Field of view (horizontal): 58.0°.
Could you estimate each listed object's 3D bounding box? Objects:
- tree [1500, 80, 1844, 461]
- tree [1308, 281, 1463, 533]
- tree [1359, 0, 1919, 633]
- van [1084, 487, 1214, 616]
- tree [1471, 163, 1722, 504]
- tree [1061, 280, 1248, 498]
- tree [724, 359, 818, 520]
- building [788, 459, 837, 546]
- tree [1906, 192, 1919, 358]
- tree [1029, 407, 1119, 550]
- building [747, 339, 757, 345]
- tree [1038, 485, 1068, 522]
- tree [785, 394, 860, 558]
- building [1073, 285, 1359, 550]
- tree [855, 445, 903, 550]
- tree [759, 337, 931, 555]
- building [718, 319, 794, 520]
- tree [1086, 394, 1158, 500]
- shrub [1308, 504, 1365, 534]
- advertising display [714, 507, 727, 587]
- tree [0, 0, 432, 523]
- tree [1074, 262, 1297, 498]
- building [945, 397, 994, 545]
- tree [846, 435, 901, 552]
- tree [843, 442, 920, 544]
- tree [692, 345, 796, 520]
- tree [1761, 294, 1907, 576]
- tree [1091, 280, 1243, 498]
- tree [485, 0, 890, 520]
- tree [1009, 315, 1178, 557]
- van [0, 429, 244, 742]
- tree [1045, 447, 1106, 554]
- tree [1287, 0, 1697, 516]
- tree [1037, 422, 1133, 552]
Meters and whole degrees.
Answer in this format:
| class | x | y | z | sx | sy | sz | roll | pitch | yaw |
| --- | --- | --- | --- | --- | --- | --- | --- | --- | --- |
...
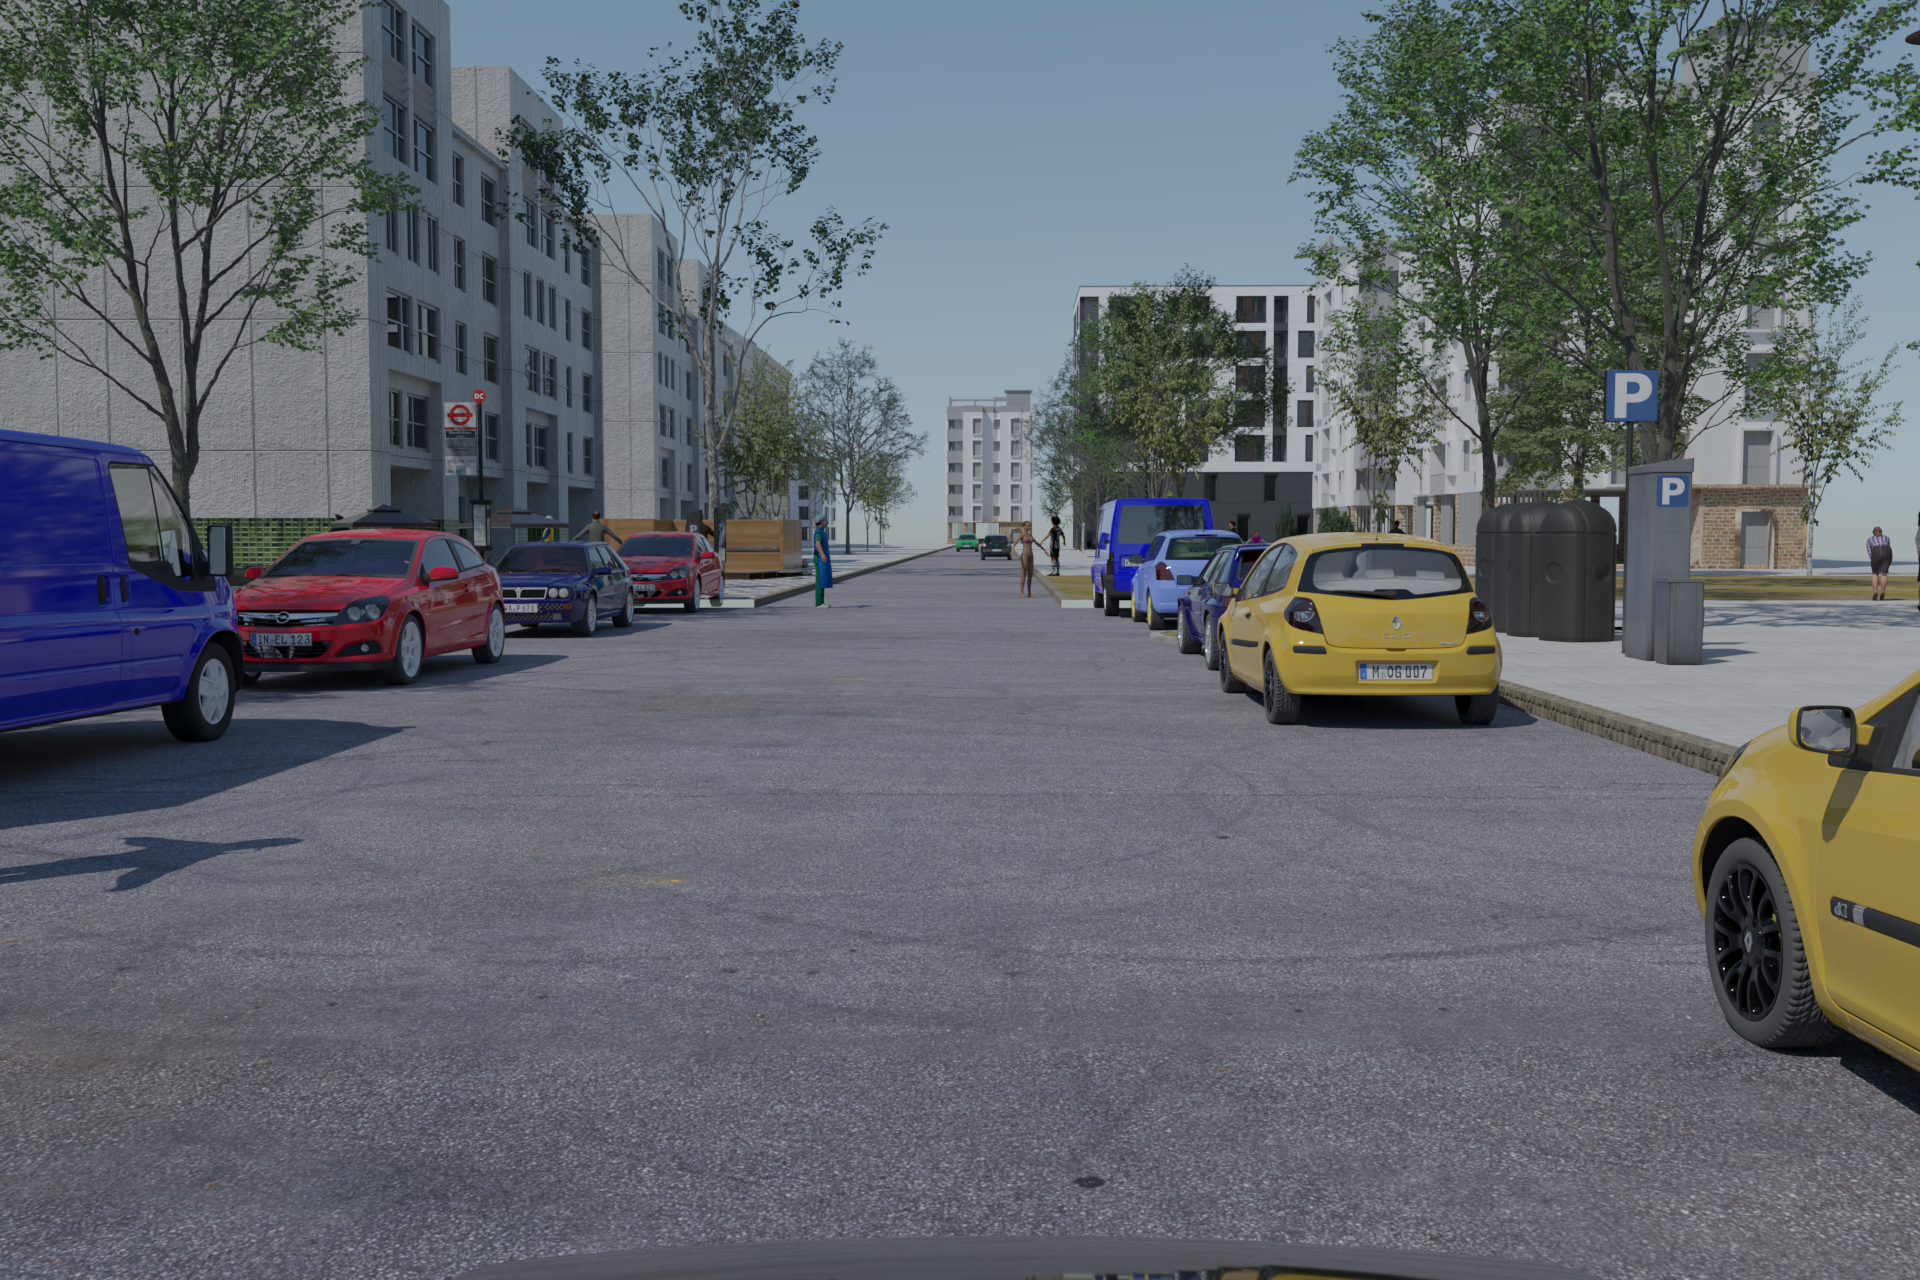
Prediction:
| class | x | y | z | sx | sy | sz | roll | pitch | yaw |
| --- | --- | --- | --- | --- | --- | --- | --- | --- | --- |
| tree | 16.673 | -7.061 | 41.200 | 9.928 | 11.665 | 9.643 | 0 | 3 | 0 |
| tree | 12.265 | -6.107 | 50.211 | 4.737 | 8.622 | 4.395 | 0 | 3 | 0 |
| tree | 9.167 | -5.928 | 22.681 | 9.928 | 11.665 | 9.643 | 0 | 3 | 0 |
| van | 3.479 | -1.675 | 31.778 | 2.240 | 2.365 | 5.245 | 0 | 4 | 0 |
| tree | 18.990 | -8.188 | 52.005 | 7.486 | 12.596 | 7.792 | 0 | 3 | 0 |
| tree | 7.931 | -8.822 | 69.997 | 9.928 | 11.665 | 9.643 | 0 | 3 | 0 |
| tree | -7.857 | -7.504 | 73.060 | 4.737 | 8.622 | 4.395 | 0 | 3 | 0 |
| building | -18.812 | -15.902 | 202.146 | 9.099 | 9.664 | 28.070 | 0 | 4 | 2 |
| tree | 29.138 | -8.393 | 43.882 | 9.857 | 13.997 | 8.962 | 0 | 3 | 0 |
| tree | 9.374 | -13.006 | 138.404 | 9.928 | 11.665 | 9.643 | 0 | 3 | 0 |
| building | -25.282 | -19.121 | 169.050 | 16.016 | 20.090 | 11.380 | 0 | 4 | 1 |
| tree | 12.498 | -17.036 | 228.905 | 4.737 | 8.622 | 4.395 | 0 | 3 | 0 |
| tree | -7.964 | -8.640 | 91.634 | 4.360 | 8.622 | 3.978 | 0 | 3 | 0 |
| building | 24.216 | -19.244 | 158.611 | 27.936 | 21.610 | 32.646 | 0 | 4 | 2 |
| tree | -6.044 | -11.625 | 140.429 | 4.360 | 8.622 | 3.978 | 0 | 3 | 0 |
| tree | -6.890 | -12.010 | 106.727 | 12.009 | 13.543 | 11.850 | 0 | 3 | 0 |
| building | -25.690 | -19.896 | 156.234 | 19.493 | 23.208 | 18.063 | 0 | 4 | 1 |
| tree | 7.622 | -7.948 | 80.314 | 4.360 | 8.622 | 3.978 | 0 | 3 | 0 |
| shrub | 9.531 | -2.459 | 44.244 | 1.661 | 2.075 | 1.752 | 0 | 3 | 0 |
| advertising display | -5.746 | -2.220 | 41.507 | 0.123 | 1.923 | 0.974 | 0 | 4 | 3 |
| tree | -11.675 | -6.117 | 25.765 | 9.928 | 11.665 | 9.643 | 0 | 3 | 0 |
| tree | 7.692 | -7.599 | 58.654 | 8.767 | 10.594 | 7.601 | 2 | 4 | 35 |
| building | -1.594 | -22.749 | 230.825 | 11.380 | 20.090 | 16.016 | 0 | 4 | 1 |
| tree | -6.614 | -10.724 | 125.701 | 4.737 | 8.622 | 4.395 | 0 | 3 | 0 |
| tree | -10.542 | -19.339 | 226.565 | 12.009 | 13.543 | 11.850 | 0 | 3 | 0 |
| tree | -8.250 | -7.159 | 67.410 | 4.737 | 8.622 | 4.395 | 0 | 3 | 0 |
| tree | 26.184 | -6.256 | 52.646 | 4.737 | 8.622 | 4.395 | 0 | 3 | 0 |
| tree | 6.082 | -6.161 | 51.090 | 4.737 | 8.622 | 4.395 | 0 | 3 | 0 |
| tree | -8.687 | -12.193 | 55.240 | 12.611 | 20.169 | 13.585 | 0 | 3 | 0 |
| tree | 7.776 | -11.319 | 95.438 | 12.009 | 13.543 | 11.850 | 0 | 3 | 0 |
| van | -6.121 | -0.359 | 10.251 | 2.240 | 2.365 | 5.245 | 0 | 4 | 1 |
| tree | 8.020 | -9.846 | 111.338 | 4.360 | 8.622 | 3.978 | 0 | 3 | 0 |
| tree | 9.730 | -6.498 | 32.002 | 9.928 | 11.665 | 9.643 | 0 | 3 | 0 |
| tree | 9.267 | -11.774 | 126.922 | 7.601 | 10.594 | 8.767 | -1 | 4 | -12 |
